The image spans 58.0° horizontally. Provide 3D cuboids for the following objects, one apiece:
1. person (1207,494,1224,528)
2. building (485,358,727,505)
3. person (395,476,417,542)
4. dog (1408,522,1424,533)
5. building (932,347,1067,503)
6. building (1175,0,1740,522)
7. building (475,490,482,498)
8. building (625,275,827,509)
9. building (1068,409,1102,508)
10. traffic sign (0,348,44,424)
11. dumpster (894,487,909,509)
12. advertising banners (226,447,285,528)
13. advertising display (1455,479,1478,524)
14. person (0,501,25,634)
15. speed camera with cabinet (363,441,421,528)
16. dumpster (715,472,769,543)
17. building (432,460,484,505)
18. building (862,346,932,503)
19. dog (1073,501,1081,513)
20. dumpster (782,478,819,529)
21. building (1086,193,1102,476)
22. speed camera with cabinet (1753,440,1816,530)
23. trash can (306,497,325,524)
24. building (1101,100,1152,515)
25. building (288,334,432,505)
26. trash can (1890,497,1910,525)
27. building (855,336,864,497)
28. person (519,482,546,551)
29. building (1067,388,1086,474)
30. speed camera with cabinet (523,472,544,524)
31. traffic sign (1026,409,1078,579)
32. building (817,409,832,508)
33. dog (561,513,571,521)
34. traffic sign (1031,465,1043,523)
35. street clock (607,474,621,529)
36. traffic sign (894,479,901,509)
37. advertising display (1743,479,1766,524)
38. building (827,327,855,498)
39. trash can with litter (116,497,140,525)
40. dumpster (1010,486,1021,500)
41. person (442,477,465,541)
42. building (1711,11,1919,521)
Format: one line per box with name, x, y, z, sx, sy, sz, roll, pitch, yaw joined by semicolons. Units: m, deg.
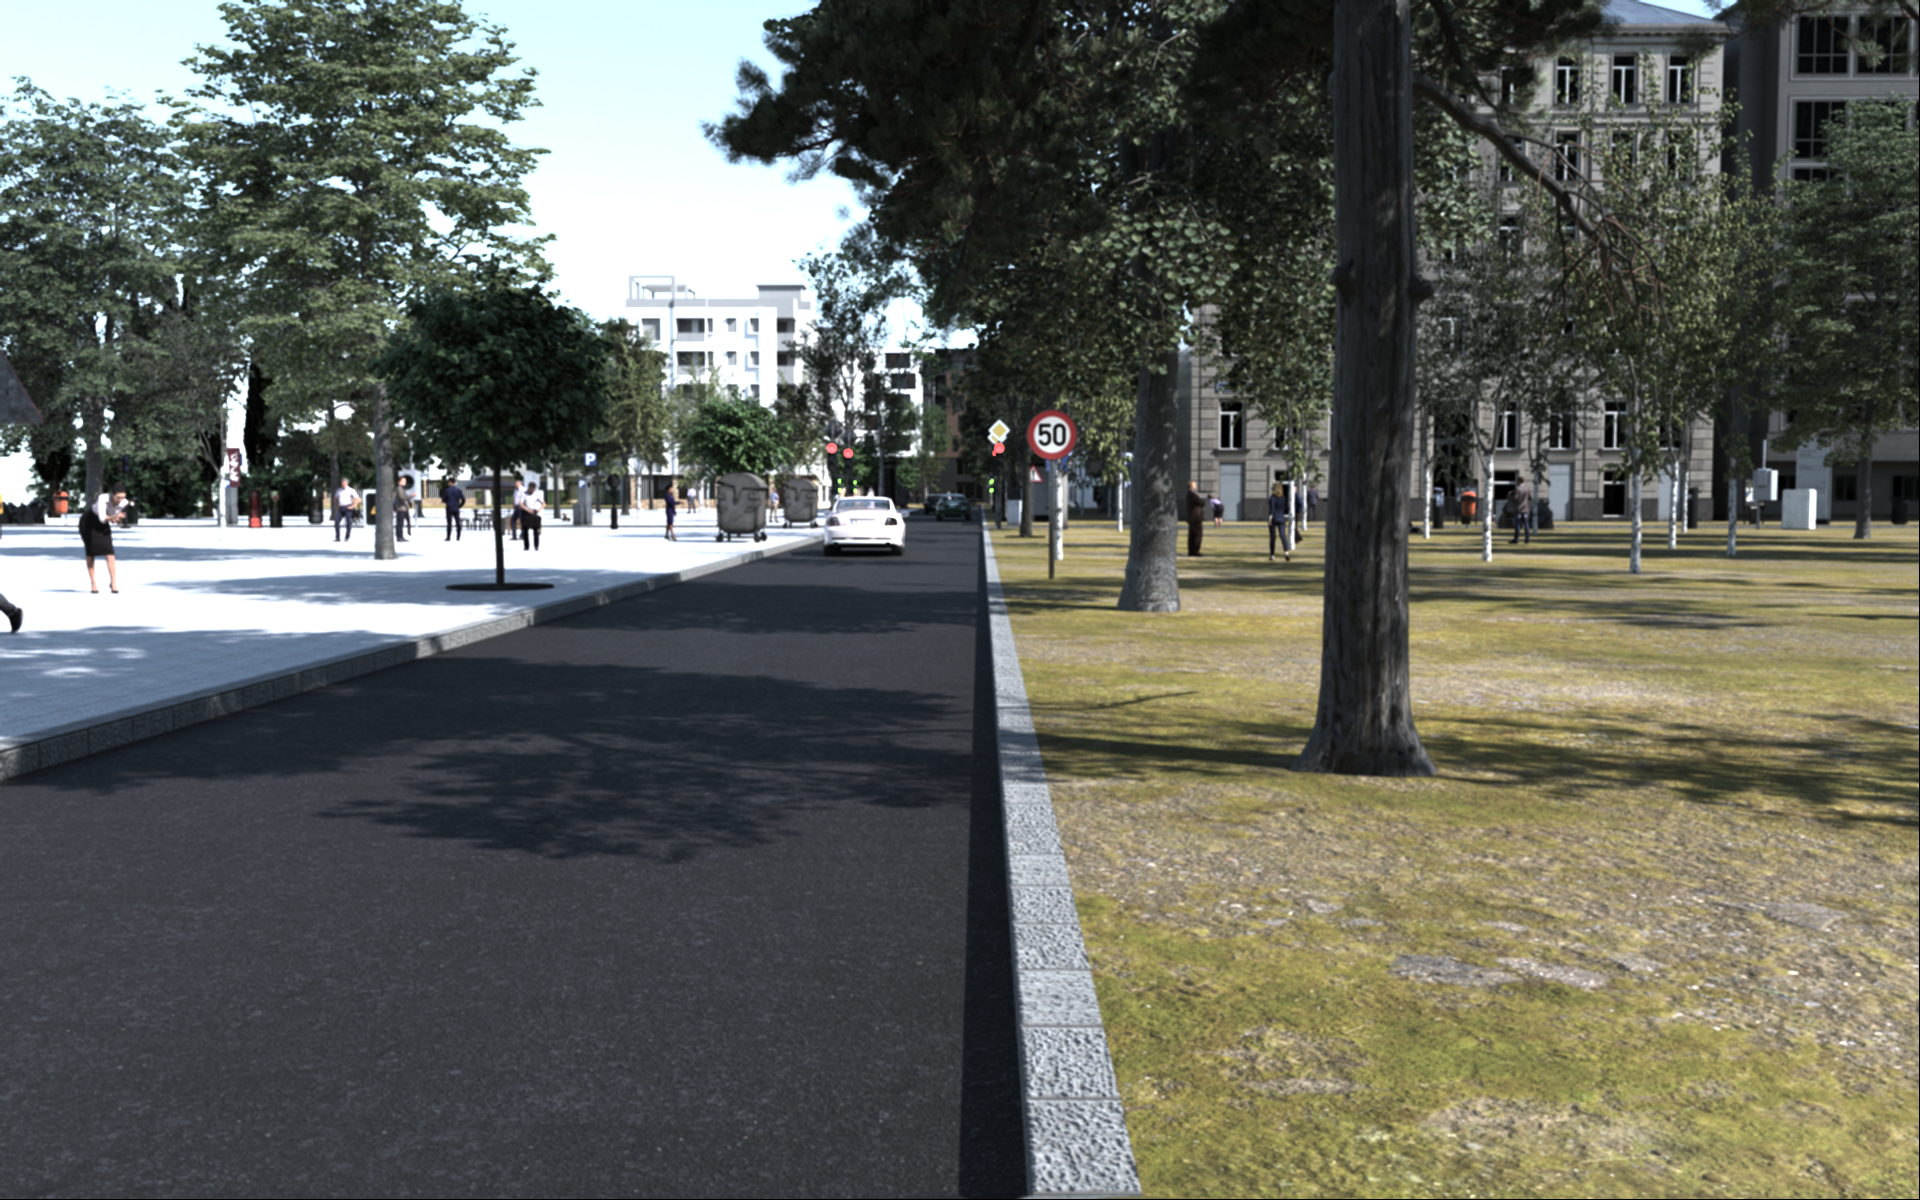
person;9.839;-3.369;66.811;0.697;1.427;0.421;3;5;42
building;-39.257;-20.910;208.330;31.486;18.905;16.747;0;4;1
person;-14.808;-2.437;46.421;0.750;1.759;0.617;0;4;4
dog;15.079;-2.425;57.387;0.748;0.427;0.550;2;4;30
building;12.918;-25.008;252.852;32.646;21.610;27.936;0;4;1
building;22.864;-17.615;85.264;25.104;27.353;12.463;0;4;1
building;-51.858;-23.326;247.838;31.486;18.905;16.747;0;4;1
building;-20.553;-18.184;153.725;16.016;20.091;11.380;0;4;1
building;15.494;-13.491;162.730;9.099;9.664;28.070;0;4;1
traffic sign;-7.355;-0.800;13.079;0.884;2.594;0.081;0;4;1
dumpster;-5.011;-8.652;147.217;1.264;1.857;1.865;0;4;1
advertising banners;-26.477;-4.213;65.076;2.074;3.025;0.090;0;4;-6
advertising display;21.425;-4.163;73.279;0.974;1.923;0.123;2;4;35
person;-8.837;-0.460;15.781;0.471;1.553;0.569;-1;4;-14
speed camera with cabinet;-21.223;-4.302;64.677;2.038;3.252;0.660;0;4;3
dumpster;-5.848;-2.482;46.342;1.264;1.857;1.865;0;4;1
building;-73.420;-23.952;248.031;11.380;20.091;16.016;0;4;1
building;-19.726;-25.031;253.224;32.646;21.610;27.936;0;4;1
dog;7.924;-6.199;115.730;0.513;0.831;0.800;-1;4;-15
dumpster;-5.918;-3.572;64.162;1.264;1.857;1.865;0;4;1
building;17.613;-20.835;134.157;14.314;27.812;24.014;0;4;1
speed camera with cabinet;29.923;-4.190;62.850;0.660;3.252;2.038;-3;5;-43
trash can;-27.515;-3.811;73.962;0.748;1.137;0.748;0;3;0
building;15.922;-17.991;112.172;12.078;24.808;19.932;0;4;1
building;-72.483;-21.572;209.128;11.380;20.091;16.016;0;4;1
trash can;39.657;-3.756;73.069;0.748;1.137;0.748;0;3;0
building;-17.440;-21.530;208.430;11.380;20.091;16.016;0;4;1
person;-9.705;-1.901;39.334;0.614;1.554;0.590;-1;4;-20
building;19.414;-19.916;182.054;16.016;20.091;11.380;0;4;1
speed camera with cabinet;-18.052;-4.828;73.277;0.660;3.252;2.038;0;4;-6
traffic sign;1.382;-1.587;26.050;0.768;2.556;0.104;0;4;2
building;-17.192;-14.162;173.694;9.099;9.664;28.070;0;4;1
dog;-18.612;-3.910;81.666;0.550;0.427;0.748;-1;4;-10
traffic sign;3.257;-4.703;76.905;0.884;2.594;0.081;0;4;4
street clock;-12.547;-3.562;62.805;0.358;2.002;0.471;3;5;42
traffic sign;-5.361;-8.924;146.017;0.768;2.556;0.104;0;4;1
advertising display;33.555;-4.156;73.163;0.974;1.923;0.123;-1;4;-10
building;-20.528;-20.627;193.675;16.016;20.091;11.380;0;4;1
trash can with litter;-34.958;-3.746;72.626;1.055;1.170;0.624;1;4;11
dumpster;4.319;-7.397;126.700;1.264;1.857;1.865;0;4;1
person;-13.901;-2.486;47.402;0.504;1.737;0.576;3;5;42
building;48.006;-17.882;85.876;24.014;27.812;14.314;0;4;1
